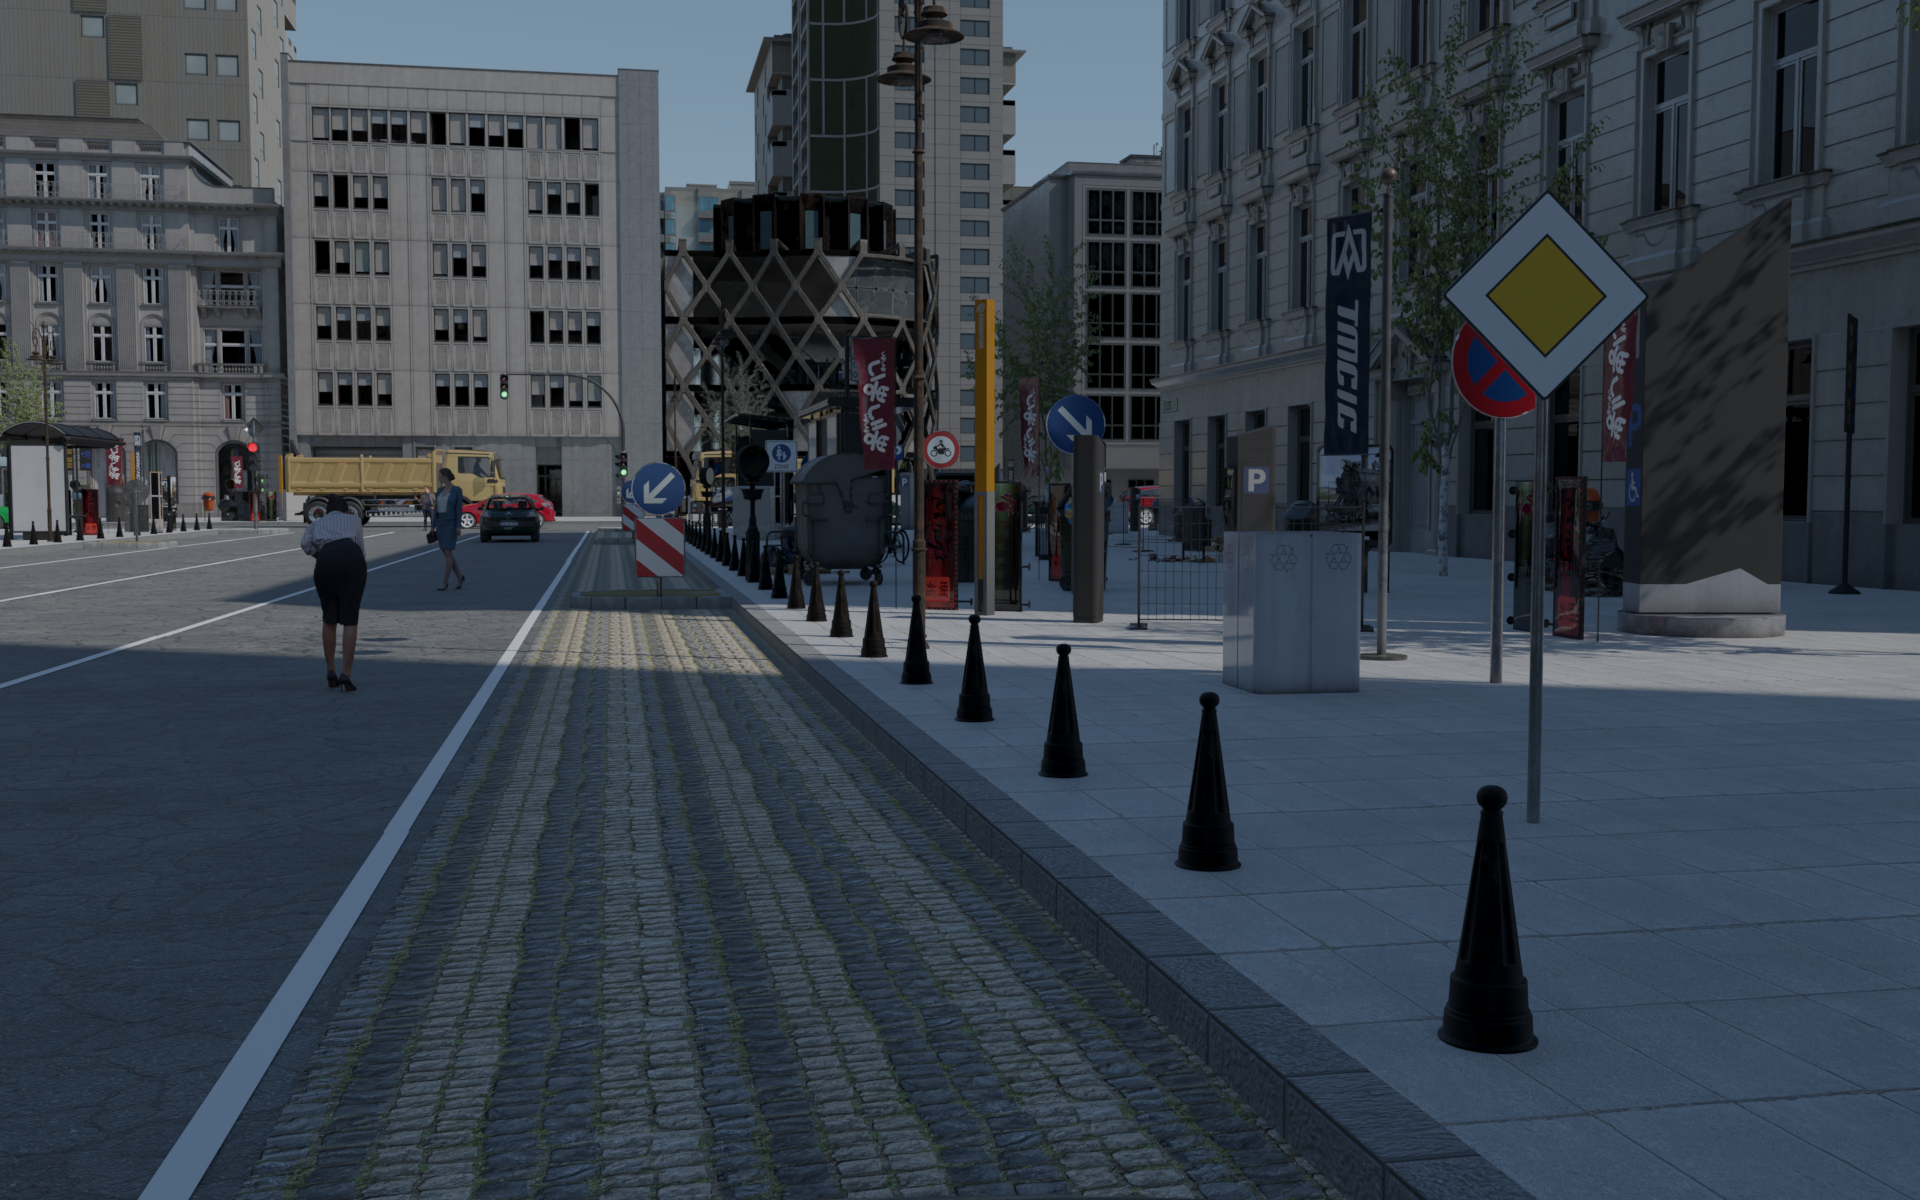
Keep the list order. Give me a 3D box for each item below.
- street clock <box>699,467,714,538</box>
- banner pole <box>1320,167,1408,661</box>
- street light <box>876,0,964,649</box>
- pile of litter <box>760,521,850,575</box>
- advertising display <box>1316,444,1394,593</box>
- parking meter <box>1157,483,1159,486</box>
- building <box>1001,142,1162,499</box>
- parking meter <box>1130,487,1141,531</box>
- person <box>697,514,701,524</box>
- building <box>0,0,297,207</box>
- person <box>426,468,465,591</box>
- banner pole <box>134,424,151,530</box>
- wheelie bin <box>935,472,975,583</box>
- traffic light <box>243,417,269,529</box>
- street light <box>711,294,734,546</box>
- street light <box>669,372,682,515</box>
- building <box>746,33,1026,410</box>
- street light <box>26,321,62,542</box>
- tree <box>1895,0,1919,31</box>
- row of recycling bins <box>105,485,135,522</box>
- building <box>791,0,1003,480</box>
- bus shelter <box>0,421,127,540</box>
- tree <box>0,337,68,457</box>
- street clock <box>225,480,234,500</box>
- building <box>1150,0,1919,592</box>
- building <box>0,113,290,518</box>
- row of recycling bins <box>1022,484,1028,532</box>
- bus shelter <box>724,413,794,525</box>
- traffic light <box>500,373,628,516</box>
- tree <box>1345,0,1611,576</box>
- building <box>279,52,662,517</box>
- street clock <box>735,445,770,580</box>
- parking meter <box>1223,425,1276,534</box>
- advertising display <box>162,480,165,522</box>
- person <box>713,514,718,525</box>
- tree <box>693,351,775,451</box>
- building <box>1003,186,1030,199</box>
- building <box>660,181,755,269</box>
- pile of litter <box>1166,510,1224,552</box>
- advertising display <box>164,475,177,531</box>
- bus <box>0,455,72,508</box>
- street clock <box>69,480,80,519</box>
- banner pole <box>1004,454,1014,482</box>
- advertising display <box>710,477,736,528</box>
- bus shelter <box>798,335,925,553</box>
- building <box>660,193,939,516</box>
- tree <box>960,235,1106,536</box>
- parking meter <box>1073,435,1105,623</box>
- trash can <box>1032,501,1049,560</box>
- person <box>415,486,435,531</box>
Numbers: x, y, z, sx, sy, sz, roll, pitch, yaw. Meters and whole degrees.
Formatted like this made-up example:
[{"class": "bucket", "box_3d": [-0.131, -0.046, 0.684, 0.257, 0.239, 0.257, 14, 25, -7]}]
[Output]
[{"class": "street clock", "box_3d": [-6.839, -2.583, 46.805, 0.358, 2.002, 0.471, 1, 4, 20]}, {"class": "banner pole", "box_3d": [3.152, -1.441, 13.577, 0.401, 3.779, 0.863, -2, 4, -35]}, {"class": "street light", "box_3d": [-0.339, -2.532, 14.193, 0.468, 5.910, 1.993, -1, 4, -11]}, {"class": "pile of litter", "box_3d": [-2.567, -0.855, 27.949, 1.719, 0.858, 1.176, -1, 4, -11]}, {"class": "advertising display", "box_3d": [5.122, -1.057, 22.503, 0.974, 1.923, 0.123, 1, 4, 12]}, {"class": "parking meter", "box_3d": [10.749, -5.324, 92.755, 0.399, 1.863, 0.255, 2, 4, 33]}, {"class": "building", "box_3d": [18.831, -17.872, 111.276, 30.058, 24.678, 14.314, -1, 4, -11]}, {"class": "parking meter", "box_3d": [6.025, -3.124, 59.490, 0.372, 1.533, 0.369, 0, 3, 0]}, {"class": "person", "box_3d": [-12.246, -4.506, 82.039, 0.709, 1.838, 0.599, -2, 4, -30]}, {"class": "building", "box_3d": [-75.621, -34.706, 156.677, 28.713, 52.752, 27.495, -1, 4, -11]}, {"class": "person", "box_3d": [-7.616, -1.063, 25.897, 0.581, 1.822, 0.654, 3, 4, 37]}, {"class": "banner pole", "box_3d": [-29.273, -4.395, 61.877, 0.401, 3.779, 0.863, 0, 4, 3]}, {"class": "wheelie bin", "box_3d": [-0.007, -1.059, 25.216, 0.980, 1.594, 0.693, -1, 4, -16]}, {"class": "traffic light", "box_3d": [-25.797, -4.556, 63.406, 0.839, 4.253, 0.868, -1, 4, -11]}, {"class": "street light", "box_3d": [-5.512, -4.126, 40.243, 0.468, 5.910, 1.993, -1, 4, -11]}, {"class": "street light", "box_3d": [-10.849, -5.702, 66.023, 0.468, 5.910, 1.993, -1, 4, -11]}, {"class": "building", "box_3d": [-9.079, -37.342, 199.781, 28.713, 52.752, 27.495, -1, 4, -11]}, {"class": "street light", "box_3d": [-24.480, -4.504, 46.427, 0.468, 5.910, 1.993, -1, 4, -11]}, {"class": "tree", "box_3d": [9.660, -3.834, 13.046, 4.737, 8.622, 4.395, 0, 3, 0]}, {"class": "row of recycling bins", "box_3d": [-39.078, -4.504, 80.757, 1.069, 1.692, 3.534, -1, 4, -17]}, {"class": "building", "box_3d": [-7.891, -45.059, 174.971, 20.563, 71.187, 20.611, -1, 4, -11]}, {"class": "bus shelter", "box_3d": [-26.089, -3.459, 50.480, 2.014, 3.302, 5.546, -1, 4, -11]}, {"class": "tree", "box_3d": [-43.654, -7.979, 80.813, 4.737, 8.622, 4.395, 0, 3, 0]}, {"class": "street clock", "box_3d": [-36.262, -4.986, 86.089, 0.471, 2.002, 0.358, -3, 5, -40]}, {"class": "building", "box_3d": [18.171, -15.754, 33.992, 17.030, 29.872, 44.131, -1, 4, -11]}, {"class": "building", "box_3d": [-49.380, -15.630, 97.358, 24.055, 21.916, 13.314, -1, 4, -11]}, {"class": "row of recycling bins", "box_3d": [1.430, -3.082, 57.502, 1.069, 1.692, 3.534, 1, 4, 22]}, {"class": "bus shelter", "box_3d": [-6.173, -3.784, 53.154, 1.731, 3.624, 6.357, -1, 4, -11]}, {"class": "traffic light", "box_3d": [-14.881, -5.553, 65.465, 4.771, 5.953, 1.251, -1, 4, -11]}, {"class": "tree", "box_3d": [7.780, -4.683, 26.933, 4.737, 8.622, 4.395, 0, 3, 0]}, {"class": "building", "box_3d": [-27.682, -17.303, 100.919, 19.932, 24.808, 12.078, -1, 4, -11]}, {"class": "street clock", "box_3d": [-3.078, -1.293, 25.710, 0.471, 2.002, 0.358, -2, 4, -25]}, {"class": "parking meter", "box_3d": [2.455, -0.551, 14.718, 0.399, 1.863, 0.255, -1, 4, -11]}, {"class": "advertising display", "box_3d": [-36.653, -4.556, 79.711, 0.974, 1.923, 0.123, 0, 4, -4]}, {"class": "person", "box_3d": [-11.399, -4.407, 81.109, 0.362, 1.759, 0.519, 3, 5, 41]}, {"class": "tree", "box_3d": [-11.248, -8.446, 88.454, 4.360, 8.622, 3.978, 0, 3, 0]}, {"class": "building", "box_3d": [7.141, -39.788, 274.237, 21.600, 48.544, 21.300, -1, 4, -11]}, {"class": "building", "box_3d": [-32.797, -39.648, 267.849, 30.456, 49.044, 23.786, -1, 4, -11]}, {"class": "pile of litter", "box_3d": [5.738, -1.546, 39.245, 1.719, 0.858, 1.176, -3, 5, -39]}, {"class": "advertising display", "box_3d": [-27.497, -3.379, 60.454, 0.123, 1.923, 0.974, -1, 4, -13]}, {"class": "bus", "box_3d": [-43.624, -4.735, 72.278, 13.247, 3.499, 2.948, -1, 4, -10]}, {"class": "street clock", "box_3d": [-45.595, -5.180, 89.261, 0.358, 2.002, 0.471, 1, 4, 23]}, {"class": "banner pole", "box_3d": [3.033, -7.268, 108.848, 0.863, 3.779, 0.401, 1, 4, 17]}, {"class": "advertising display", "box_3d": [-8.966, -3.688, 65.519, 0.974, 1.923, 0.123, 1, 4, 12]}, {"class": "bus shelter", "box_3d": [-2.630, -3.910, 41.554, 2.179, 5.291, 8.768, -1, 4, -11]}, {"class": "building", "box_3d": [-9.905, -14.659, 107.120, 16.811, 18.784, 16.820, -1, 4, -11]}, {"class": "tree", "box_3d": [2.270, -5.995, 48.386, 4.737, 8.622, 4.395, 0, 3, 0]}, {"class": "parking meter", "box_3d": [1.289, -0.710, 17.326, 0.255, 1.863, 0.399, 1, 4, 15]}, {"class": "trash can", "box_3d": [1.766, -1.355, 33.813, 0.748, 1.137, 0.748, 0, 3, 0]}, {"class": "person", "box_3d": [-20.805, -3.571, 67.423, 0.617, 1.759, 0.750, 1, 4, 12]}]
